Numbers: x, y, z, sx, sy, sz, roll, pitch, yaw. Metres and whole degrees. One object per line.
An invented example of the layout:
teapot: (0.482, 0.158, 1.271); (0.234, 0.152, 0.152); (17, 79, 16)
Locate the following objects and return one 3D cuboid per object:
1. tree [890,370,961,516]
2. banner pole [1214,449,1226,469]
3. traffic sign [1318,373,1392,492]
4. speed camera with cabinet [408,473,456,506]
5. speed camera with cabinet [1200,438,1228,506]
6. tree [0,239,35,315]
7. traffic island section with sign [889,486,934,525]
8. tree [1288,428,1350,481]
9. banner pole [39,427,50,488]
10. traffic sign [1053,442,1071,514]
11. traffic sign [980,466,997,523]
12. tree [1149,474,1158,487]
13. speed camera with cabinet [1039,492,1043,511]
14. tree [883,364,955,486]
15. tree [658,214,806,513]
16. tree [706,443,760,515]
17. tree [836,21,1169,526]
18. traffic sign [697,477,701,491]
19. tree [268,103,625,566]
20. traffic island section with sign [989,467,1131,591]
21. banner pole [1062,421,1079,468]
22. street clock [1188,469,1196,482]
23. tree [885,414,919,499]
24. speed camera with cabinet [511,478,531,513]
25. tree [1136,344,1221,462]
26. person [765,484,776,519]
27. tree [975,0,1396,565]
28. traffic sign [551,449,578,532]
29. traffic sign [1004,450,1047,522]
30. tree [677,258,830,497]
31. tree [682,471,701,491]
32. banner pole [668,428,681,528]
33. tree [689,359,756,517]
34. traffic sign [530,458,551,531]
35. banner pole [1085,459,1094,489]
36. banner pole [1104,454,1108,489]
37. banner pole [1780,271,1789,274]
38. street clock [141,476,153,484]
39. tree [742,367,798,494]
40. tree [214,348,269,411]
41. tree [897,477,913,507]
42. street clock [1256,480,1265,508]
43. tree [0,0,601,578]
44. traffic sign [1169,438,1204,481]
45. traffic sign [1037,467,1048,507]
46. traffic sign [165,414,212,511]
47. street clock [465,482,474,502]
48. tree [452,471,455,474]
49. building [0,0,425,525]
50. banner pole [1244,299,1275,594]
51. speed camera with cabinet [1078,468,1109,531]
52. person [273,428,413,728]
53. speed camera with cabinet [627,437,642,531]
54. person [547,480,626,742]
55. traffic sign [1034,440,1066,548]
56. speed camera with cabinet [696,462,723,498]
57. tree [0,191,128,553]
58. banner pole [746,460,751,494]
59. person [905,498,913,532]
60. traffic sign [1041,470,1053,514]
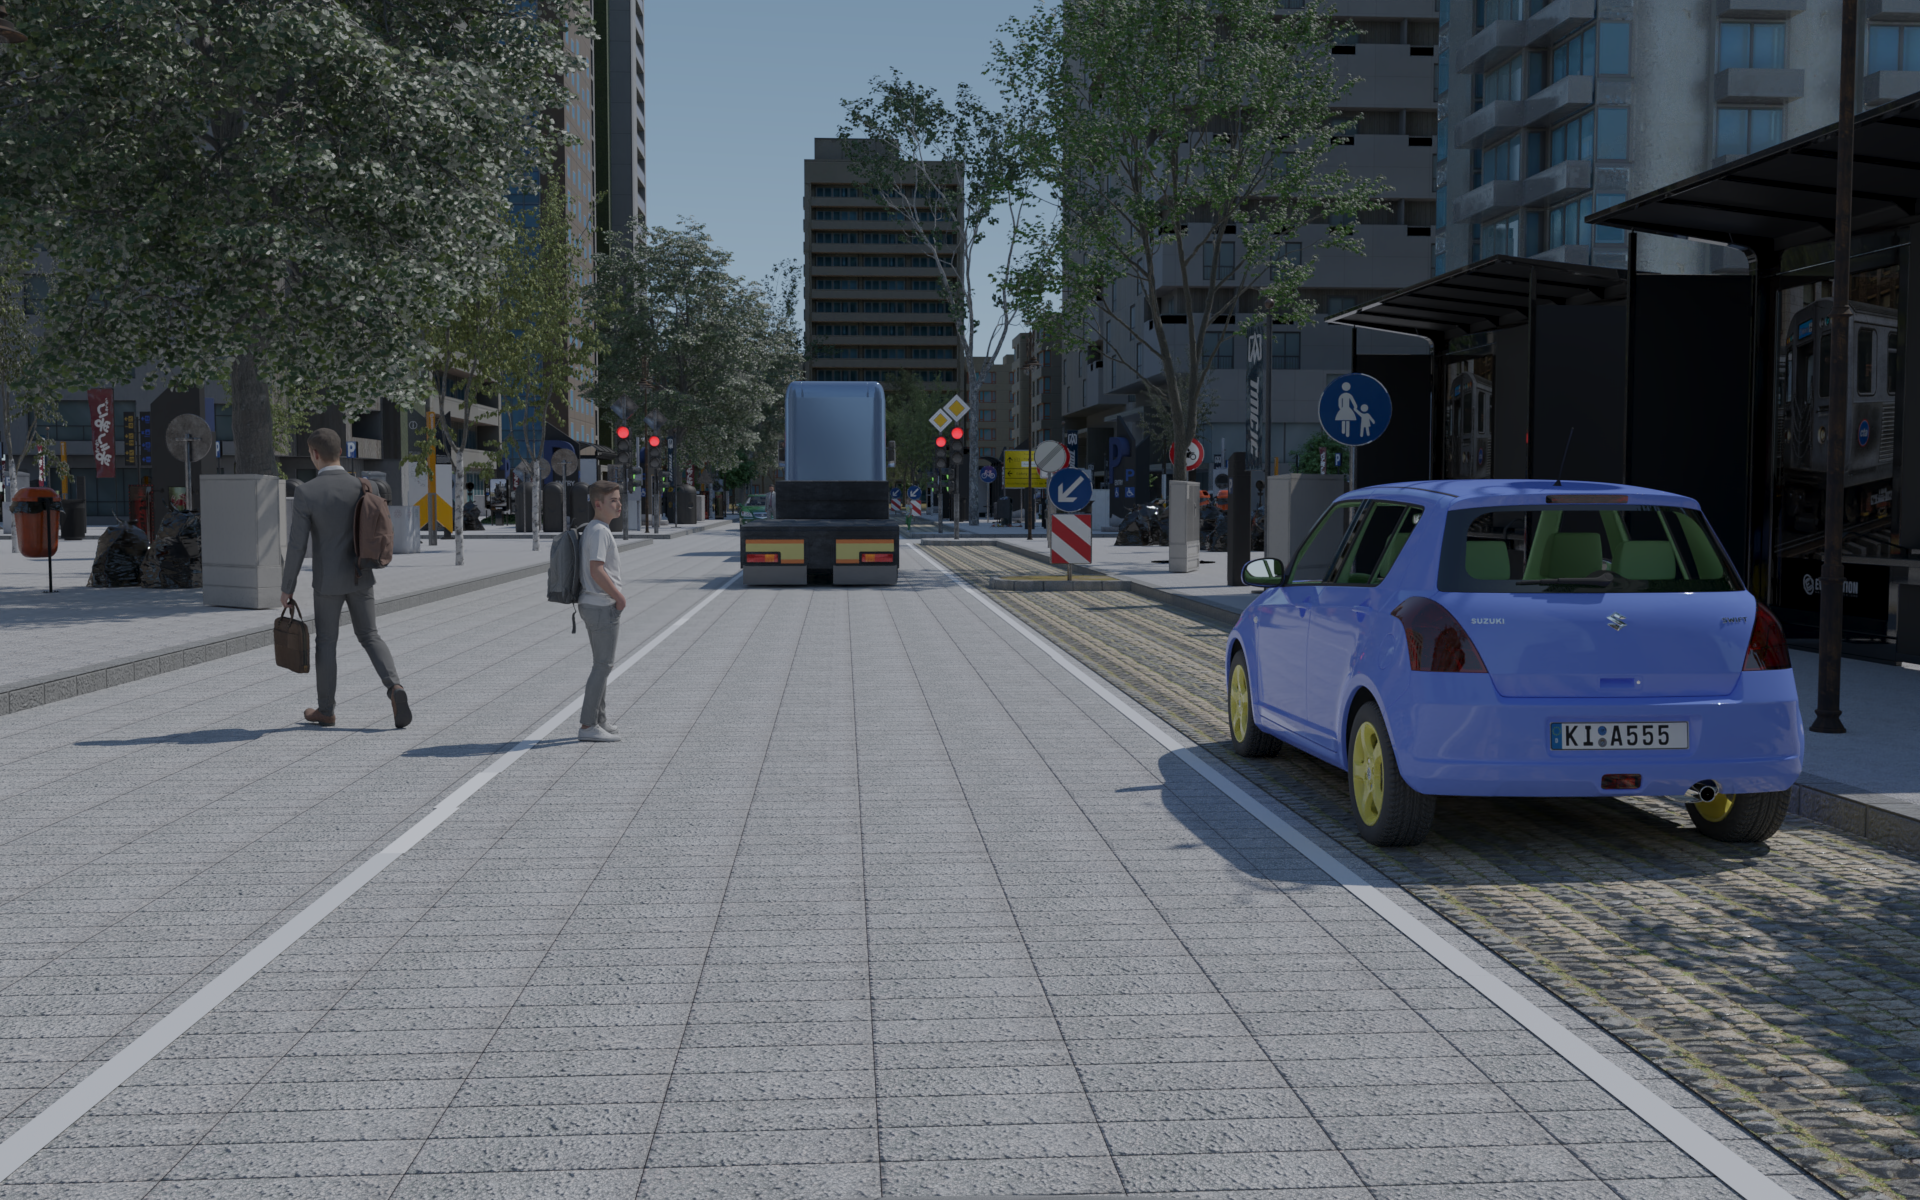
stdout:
tree: (-1.897, -9.290, 102.254); (4.737, 8.622, 4.395); (0, 3, 0)
banner pole: (14.445, -6.487, 96.073); (0.863, 3.779, 0.401); (2, 4, 31)
traffic sign: (4.157, -1.114, 18.320); (0.768, 2.556, 0.104); (0, 4, 4)
speed camera with cabinet: (-23.337, -5.029, 76.559); (2.038, 3.252, 0.660); (-1, 4, -13)
speed camera with cabinet: (8.555, -4.078, 61.014); (2.038, 3.252, 0.660); (1, 4, 8)
tree: (-17.808, -4.775, 28.433); (4.737, 8.622, 4.395); (0, 3, 0)
traffic island section with sign: (-2.279, -4.454, 81.444); (1.989, 1.847, 2.006); (0, 4, -4)
tree: (17.215, -5.972, 81.348); (4.285, 4.588, 4.351); (0, 3, 0)
banner pole: (-34.080, -4.560, 64.567); (0.401, 3.779, 0.863); (0, 4, -2)
traffic sign: (2.305, -2.573, 42.171); (0.768, 2.556, 0.104); (0, 4, -3)
traffic sign: (1.264, -4.749, 77.748); (0.768, 2.556, 0.104); (0, 4, 2)
tree: (9.134, -5.769, 88.918); (1.663, 3.219, 1.824); (0, 3, 0)
speed camera with cabinet: (5.139, -8.249, 129.201); (2.038, 3.252, 0.660); (0, 4, 1)
tree: (-3.358, -11.567, 123.540); (8.767, 10.594, 7.601); (-3, 5, -44)
tree: (-12.845, -10.544, 79.047); (9.857, 13.997, 8.962); (0, 3, 0)
tree: (-14.261, -7.603, 108.021); (4.285, 4.588, 4.351); (0, 3, 0)
tree: (1.830, -13.039, 69.078); (12.611, 20.169, 13.585); (0, 3, 0)
traffic sign: (-19.367, -7.913, 129.480); (0.768, 2.556, 0.104); (0, 4, 5)
tree: (-8.916, -4.938, 31.104); (4.737, 8.622, 4.395); (0, 3, 0)
traffic island section with sign: (1.471, -1.080, 26.292); (1.989, 1.847, 2.006); (0, 4, -4)
banner pole: (3.738, -4.253, 59.561); (0.863, 3.779, 0.401); (-2, 4, -32)
street clock: (5.140, -2.089, 38.732); (0.358, 2.002, 0.471); (0, 4, 1)
tree: (-7.691, -17.792, 209.021); (7.486, 12.596, 7.792); (0, 3, 0)
speed camera with cabinet: (-30.448, -7.753, 121.090); (0.660, 3.252, 2.038); (2, 4, 31)
tree: (10.807, -8.178, 84.081); (4.360, 8.622, 3.978); (0, 3, 0)
person: (-7.066, -3.455, 65.267); (0.678, 1.792, 0.850); (1, 4, 12)
tree: (4.138, -6.493, 31.910); (9.928, 11.665, 9.643); (0, 3, 0)
traffic sign: (-11.074, -2.958, 48.473); (0.768, 2.556, 0.104); (0, 4, 5)
traffic sign: (3.151, -5.246, 79.648); (2.265, 3.308, 0.079); (0, 4, -1)
tree: (-15.372, -17.240, 137.761); (12.611, 20.169, 13.585); (0, 3, 0)
tree: (-19.889, -8.152, 127.881); (1.663, 3.219, 1.824); (0, 3, 0)
banner pole: (-10.872, -4.620, 65.561); (0.401, 3.779, 0.863); (1, 4, 18)
tree: (-12.955, -8.641, 91.649); (4.360, 8.622, 3.978); (0, 3, 0)
traffic sign: (-14.754, -3.713, 60.817); (0.768, 2.556, 0.104); (0, 4, -3)
banner pole: (9.160, -8.153, 123.320); (0.863, 3.779, 0.401); (0, 4, 6)
banner pole: (9.057, -7.181, 107.427); (0.401, 3.779, 0.863); (1, 4, 22)
banner pole: (8.200, -1.676, 17.419); (0.401, 3.779, 0.863); (1, 4, 14)
street clock: (-31.981, -3.894, 68.239); (0.471, 2.002, 0.358); (1, 4, 9)
tree: (-17.264, -14.776, 151.965); (12.009, 13.543, 11.850); (0, 3, 0)
tree: (-26.305, -7.057, 65.739); (4.737, 8.622, 4.395); (0, 3, 0)
tree: (-5.519, -10.962, 173.824); (1.663, 3.219, 1.824); (0, 3, 0)
street clock: (15.753, -5.275, 90.813); (0.471, 2.002, 0.358); (3, 5, 45)
tree: (-8.762, -7.010, 21.265); (9.857, 13.997, 8.962); (0, 3, 0)
traffic sign: (4.994, -2.333, 38.245); (0.768, 2.556, 0.104); (0, 4, 1)
traffic sign: (2.962, -3.566, 58.411); (0.768, 2.556, 0.104); (0, 4, 1)
traffic sign: (-12.249, -1.676, 27.503); (0.768, 2.556, 0.104); (0, 4, 4)
street clock: (-29.485, -6.095, 104.219); (0.471, 2.002, 0.358); (-3, 4, -37)
tree: (-24.038, -5.213, 79.837); (1.663, 3.219, 1.824); (0, 3, 0)
building: (-32.509, -18.623, 76.180); (14.160, 30.474, 14.107); (0, 4, -4)
banner pole: (3.896, -1.988, 22.514); (0.401, 3.779, 0.863); (-1, 4, -17)
speed camera with cabinet: (4.742, -4.088, 61.179); (2.038, 3.252, 0.660); (3, 5, 44)
person: (-3.776, -0.129, 10.571); (0.822, 1.834, 0.622); (3, 4, 38)
speed camera with cabinet: (-11.524, -4.072, 60.914); (0.660, 3.252, 2.038); (-1, 4, -12)
person: (-2.104, 0.062, 10.081); (0.503, 1.515, 0.523); (3, 4, 38)
traffic sign: (2.127, -2.511, 41.164); (0.768, 2.556, 0.104); (0, 4, -2)
speed camera with cabinet: (-15.150, -6.650, 103.070); (2.038, 3.252, 0.660); (0, 3, 0)
tree: (-20.304, -5.326, 37.443); (4.360, 8.622, 3.978); (0, 3, 0)
banner pole: (-16.317, -8.529, 129.471); (0.863, 3.779, 0.401); (-3, 4, -38)
person: (-1.898, -3.177, 64.699); (0.306, 1.304, 0.590); (1, 4, 17)
traffic sign: (2.390, -2.625, 45.051); (0.606, 2.300, 0.079); (0, 4, 5)
